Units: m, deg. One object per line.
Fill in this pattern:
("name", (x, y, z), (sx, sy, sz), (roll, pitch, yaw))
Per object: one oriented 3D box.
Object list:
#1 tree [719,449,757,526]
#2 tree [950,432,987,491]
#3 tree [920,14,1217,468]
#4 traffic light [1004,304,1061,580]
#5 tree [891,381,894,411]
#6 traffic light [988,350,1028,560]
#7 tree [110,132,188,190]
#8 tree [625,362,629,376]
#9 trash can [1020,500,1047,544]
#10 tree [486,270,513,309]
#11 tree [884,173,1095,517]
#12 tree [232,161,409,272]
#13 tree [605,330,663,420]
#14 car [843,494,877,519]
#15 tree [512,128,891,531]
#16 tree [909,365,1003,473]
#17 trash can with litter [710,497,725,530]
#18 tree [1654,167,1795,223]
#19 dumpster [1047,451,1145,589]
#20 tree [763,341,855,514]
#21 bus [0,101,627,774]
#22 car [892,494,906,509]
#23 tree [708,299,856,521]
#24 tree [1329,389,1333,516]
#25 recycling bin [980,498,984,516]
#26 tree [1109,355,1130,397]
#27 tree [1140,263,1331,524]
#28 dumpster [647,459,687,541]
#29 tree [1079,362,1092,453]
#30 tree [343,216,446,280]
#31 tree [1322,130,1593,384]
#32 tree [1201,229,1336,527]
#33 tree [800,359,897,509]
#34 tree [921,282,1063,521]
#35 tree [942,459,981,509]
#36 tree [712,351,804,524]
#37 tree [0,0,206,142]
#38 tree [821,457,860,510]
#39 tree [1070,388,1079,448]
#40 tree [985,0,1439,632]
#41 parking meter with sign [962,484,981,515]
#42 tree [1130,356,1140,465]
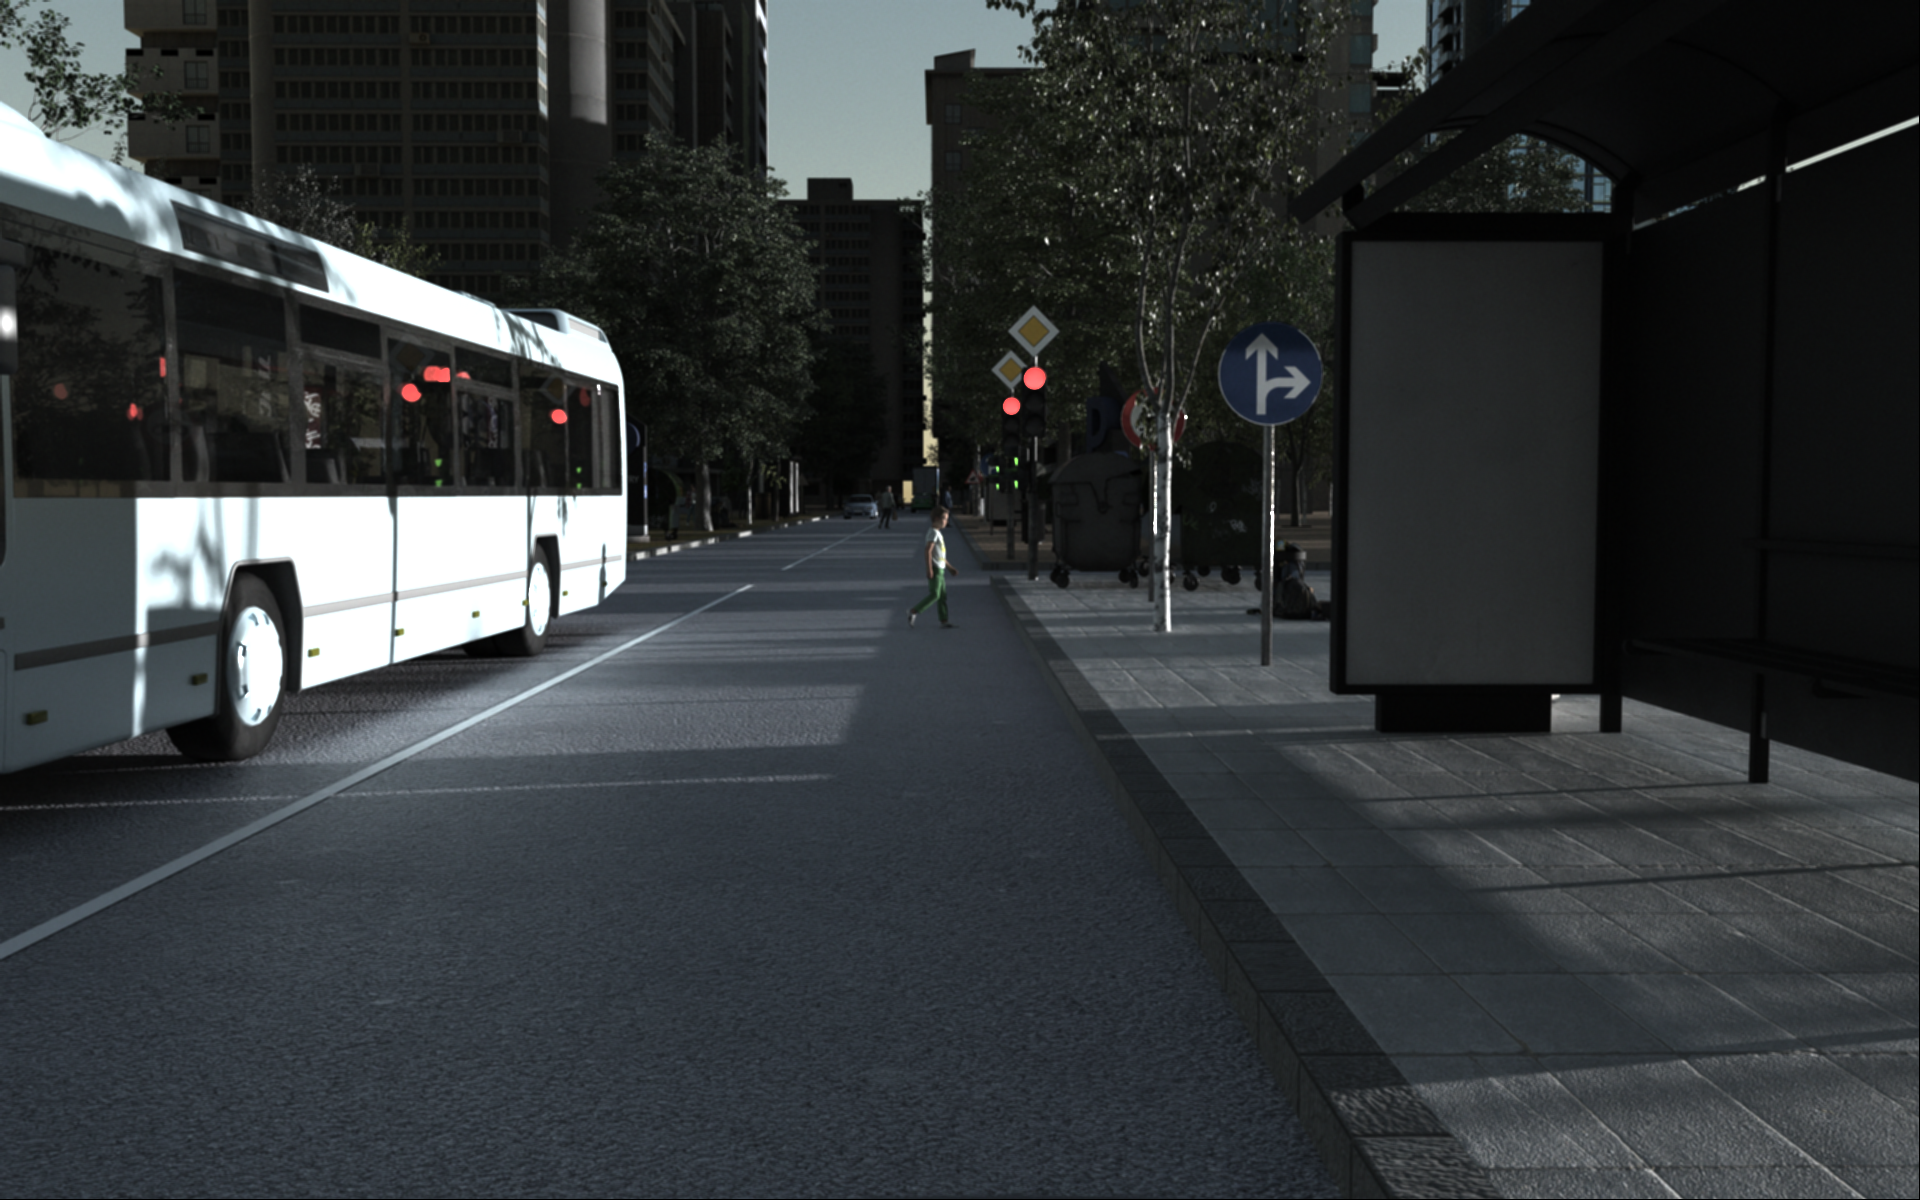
("tree", (-9.164, -4.558, 69.119), (1.663, 3.219, 1.824), (0, 3, 0))
("tree", (1.097, -11.114, 132.073), (4.737, 8.622, 4.395), (0, 3, 0))
("tree", (2.828, -7.543, 41.455), (7.486, 12.596, 7.792), (0, 3, 0))
("traffic light", (1.075, -2.257, 25.817), (0.839, 4.253, 0.868), (0, 4, -1))
("tree", (-9.946, -13.883, 133.634), (9.857, 13.997, 8.962), (0, 3, 0))
("traffic light", (0.973, -2.745, 33.801), (0.839, 4.253, 0.868), (0, 4, -1))
("tree", (-17.472, -5.251, 36.213), (4.360, 8.622, 3.978), (0, 3, 0))
("tree", (-15.521, -7.544, 73.707), (4.360, 8.622, 3.978), (0, 3, 0))
("trash can", (1.893, -2.017, 44.638), (0.748, 1.137, 0.748), (0, 3, 0))
("tree", (-20.234, -11.032, 87.020), (9.857, 13.997, 8.962), (0, 3, 0))
("tree", (1.807, -14.906, 99.603), (12.611, 20.169, 13.585), (0, 3, 0))
("tree", (-24.871, -9.412, 64.261), (12.009, 13.543, 11.850), (0, 3, 0))
("tree", (-20.642, -10.722, 101.068), (9.928, 11.665, 9.643), (0, 3, 0))
("car", (-5.732, -5.383, 100.012), (2.014, 1.417, 4.499), (0, 4, 0))
("tree", (-9.007, -9.363, 59.748), (9.857, 13.997, 8.962), (0, 3, 0))
("tree", (0.771, -11.581, 123.769), (7.601, 10.594, 8.767), (3, 4, 37))
("trash can with litter", (-8.924, -3.100, 62.068), (0.624, 1.170, 1.055), (1, 4, 20))
("tree", (20.081, -6.870, 46.740), (8.767, 10.594, 7.601), (0, 4, 2))
("dumpster", (1.900, -1.126, 24.175), (1.264, 1.857, 1.865), (0, 4, -1))
("tree", (-10.244, -11.301, 110.533), (9.928, 11.665, 9.643), (0, 3, 0))
("bus", (-4.979, -1.055, 12.109), (2.948, 3.499, 13.247), (0, 4, 1))
("car", (-6.209, -9.530, 166.044), (2.015, 1.641, 3.980), (0, 4, -1))
("tree", (-8.405, -9.006, 81.667), (7.601, 10.594, 8.767), (-1, 4, -9))
("tree", (14.894, -7.585, 74.372), (4.737, 8.622, 4.395), (0, 3, 0))
("recycling bin", (1.282, -5.378, 100.489), (0.722, 1.027, 0.722), (-2, 4, -31))
("tree", (9.012, -7.739, 76.895), (4.737, 8.622, 4.395), (0, 3, 0))
("tree", (8.634, -6.402, 55.028), (4.737, 8.622, 4.395), (0, 3, 0))
("dumpster", (-8.418, -2.764, 47.687), (1.502, 2.255, 1.985), (0, 4, -1))
("tree", (8.433, -8.068, 82.272), (4.737, 8.622, 4.395), (0, 3, 0))
("tree", (-15.493, -5.824, 45.585), (4.737, 8.622, 4.395), (0, 3, 0))
("tree", (16.175, -9.186, 56.841), (9.857, 13.997, 8.962), (0, 3, 0))
("tree", (13.106, -8.641, 67.038), (9.928, 11.665, 9.643), (0, 3, 0))
("tree", (-10.626, -14.873, 153.538), (12.009, 13.543, 11.850), (0, 3, 0))
("tree", (1.697, -9.614, 82.942), (9.928, 11.665, 9.643), (0, 3, 0))
("tree", (0.192, -9.935, 146.147), (4.285, 4.588, 4.351), (0, 3, 0))
("tree", (-8.942, -7.568, 74.099), (4.737, 8.622, 4.395), (0, 3, 0))
("tree", (-27.971, -11.761, 48.189), (12.611, 20.169, 13.585), (0, 3, 0))
("tree", (-9.852, -9.833, 144.487), (4.285, 4.588, 4.351), (0, 3, 0))
("tree", (7.045, -8.539, 89.971), (4.737, 8.622, 4.395), (0, 3, 0))
("tree", (2.117, -4.016, 16.017), (4.360, 8.622, 3.978), (0, 3, 0))
("parking meter with sign", (0.922, -6.841, 108.105), (1.738, 3.016, 0.543), (-3, 5, -41))
("tree", (8.737, -6.767, 61.003), (4.737, 8.622, 4.395), (0, 3, 0))
